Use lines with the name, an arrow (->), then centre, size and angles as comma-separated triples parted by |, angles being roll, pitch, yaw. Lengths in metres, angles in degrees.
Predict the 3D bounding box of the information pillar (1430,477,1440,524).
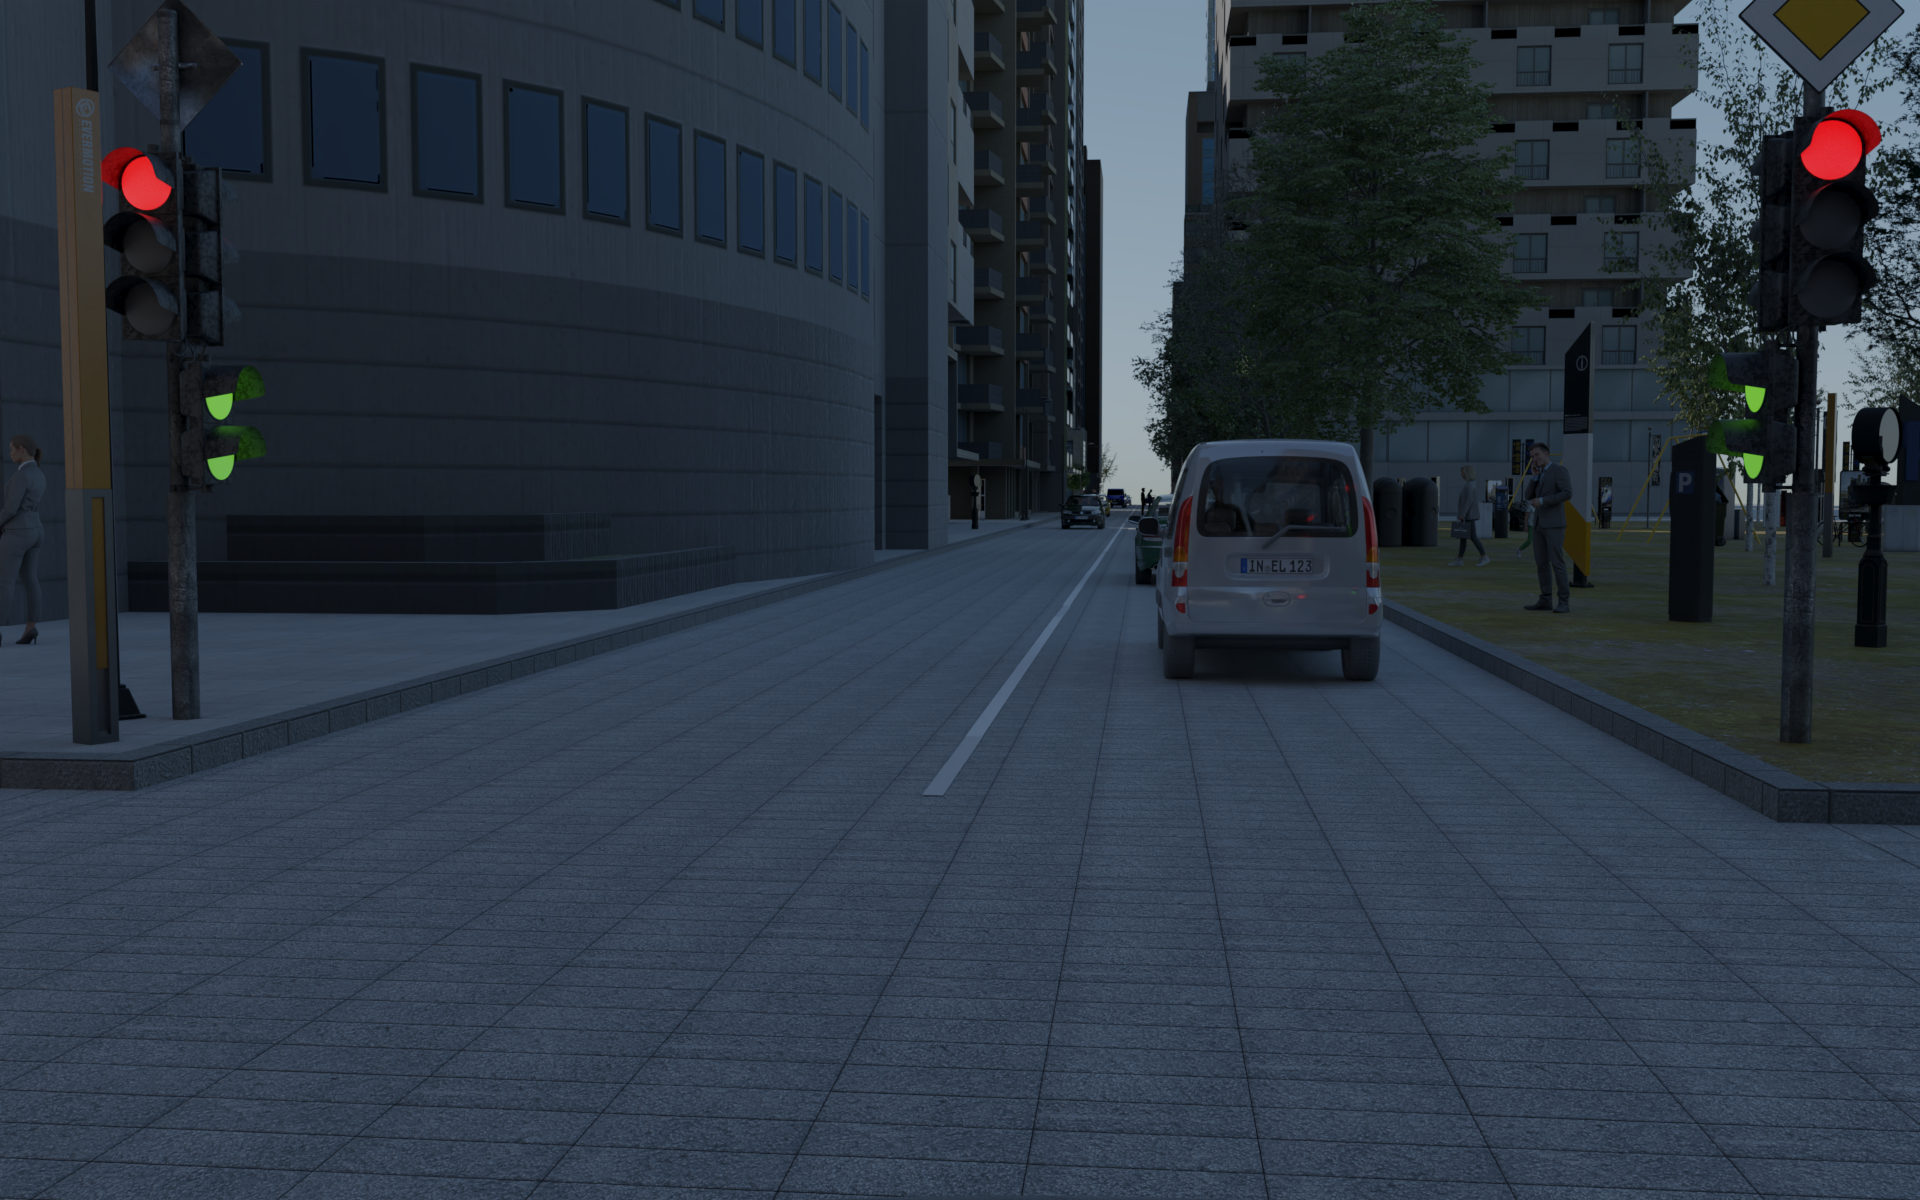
information pillar -> 20.034, -4.196, 73.091 | 0.304, 2.012, 0.304 | 3, 4, 37

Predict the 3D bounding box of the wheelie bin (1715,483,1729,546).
wheelie bin -> 18.499, -2.129, 42.723 | 0.693, 1.594, 0.980 | 0, 4, -1

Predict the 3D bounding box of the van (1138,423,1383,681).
van -> 2.527, -0.472, 14.725 | 2.013, 2.044, 4.112 | 0, 4, 6

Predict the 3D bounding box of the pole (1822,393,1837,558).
pole -> 17.579, -2.517, 34.997 | 0.158, 3.312, 0.155 | 0, 3, 0

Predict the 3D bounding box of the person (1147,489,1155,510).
person -> 12.983, -6.641, 117.534 | 0.568, 1.767, 0.683 | 0, 4, -3

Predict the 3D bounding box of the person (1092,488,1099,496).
person -> 7.287, -5.233, 94.503 | 0.568, 1.767, 0.683 | -1, 4, -14

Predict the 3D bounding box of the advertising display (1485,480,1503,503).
advertising display -> 23.932, -4.430, 77.641 | 0.974, 1.923, 0.123 | -2, 4, -31

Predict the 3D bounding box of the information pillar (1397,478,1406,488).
information pillar -> 20.749, -4.710, 81.497 | 0.304, 2.012, 0.304 | -1, 4, -10

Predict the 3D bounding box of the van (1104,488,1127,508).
van -> 15.993, -10.582, 177.406 | 2.240, 2.365, 5.245 | 0, 4, 8

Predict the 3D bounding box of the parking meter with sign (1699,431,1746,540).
parking meter with sign -> 21.381, -3.194, 48.490 | 1.738, 3.016, 0.543 | -3, 4, -37

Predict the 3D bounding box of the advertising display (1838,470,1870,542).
advertising display -> 23.884, -2.505, 46.174 | 0.123, 1.923, 0.974 | -1, 4, -23

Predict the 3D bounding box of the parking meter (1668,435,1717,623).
parking meter -> 7.363, -0.717, 17.428 | 0.255, 1.863, 0.399 | -2, 4, -25

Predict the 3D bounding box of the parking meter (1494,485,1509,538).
parking meter -> 15.720, -2.560, 50.262 | 0.372, 1.533, 0.369 | 0, 3, 0

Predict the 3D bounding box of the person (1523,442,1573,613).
person -> 6.395, -0.799, 18.913 | 0.447, 1.846, 0.655 | -1, 4, -18

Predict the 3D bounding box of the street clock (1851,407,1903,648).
street clock -> 7.650, -0.607, 14.490 | 0.471, 2.002, 0.358 | -3, 5, -40

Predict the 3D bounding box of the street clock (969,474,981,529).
street clock -> 0.547, -3.578, 63.065 | 0.358, 2.002, 0.471 | 2, 4, 34

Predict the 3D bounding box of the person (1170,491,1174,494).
person -> 27.154, -13.143, 221.727 | 0.445, 1.727, 0.742 | 2, 4, 27

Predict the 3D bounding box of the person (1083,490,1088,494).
person -> 6.179, -4.695, 86.741 | 0.593, 1.643, 0.415 | 0, 4, 2

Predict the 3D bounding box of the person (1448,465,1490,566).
person -> 9.013, -1.494, 30.658 | 0.728, 1.800, 0.709 | 1, 4, 22

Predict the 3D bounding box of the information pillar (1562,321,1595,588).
information pillar -> 8.494, -1.984, 23.794 | 0.183, 3.616, 0.504 | -2, 4, -25

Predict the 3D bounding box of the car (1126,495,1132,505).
car -> 21.088, -12.832, 222.162 | 2.083, 1.381, 4.827 | 0, 4, 7

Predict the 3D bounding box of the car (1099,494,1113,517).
car -> 8.647, -6.078, 109.606 | 2.015, 1.641, 3.980 | 0, 4, 6

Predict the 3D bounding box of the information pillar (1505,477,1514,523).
information pillar -> 24.026, -4.358, 75.752 | 0.304, 2.012, 0.304 | 0, 4, 2

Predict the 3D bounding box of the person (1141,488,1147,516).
person -> 12.240, -6.566, 115.480 | 0.705, 1.869, 1.348 | 1, 4, 14

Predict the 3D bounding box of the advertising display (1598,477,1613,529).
advertising display -> 23.905, -3.607, 64.181 | 0.123, 1.923, 0.974 | 3, 5, 43

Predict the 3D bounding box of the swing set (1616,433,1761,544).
swing set -> 19.345, -2.957, 45.964 | 2.862, 2.851, 3.119 | 0, 4, 6

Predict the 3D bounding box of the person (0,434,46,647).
person -> -8.054, -0.510, 14.655 | 0.573, 1.790, 0.520 | -1, 4, -23

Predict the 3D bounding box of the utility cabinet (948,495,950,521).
utility cabinet -> -0.928, -4.321, 81.816 | 1.020, 1.237, 0.306 | -3, 5, -43

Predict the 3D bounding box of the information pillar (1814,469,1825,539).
information pillar -> 24.674, -2.781, 49.956 | 0.304, 2.012, 0.304 | 1, 4, 19

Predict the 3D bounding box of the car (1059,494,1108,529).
car -> 5.117, -3.786, 71.684 | 2.009, 1.686, 4.222 | 0, 4, 6

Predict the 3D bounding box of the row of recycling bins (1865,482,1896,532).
row of recycling bins -> 31.799, -3.055, 57.060 | 3.534, 1.692, 1.069 | 0, 4, 7

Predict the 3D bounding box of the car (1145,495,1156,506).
car -> 23.949, -12.517, 217.226 | 1.945, 1.354, 3.894 | 0, 4, 5

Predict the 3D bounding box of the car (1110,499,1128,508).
car -> 16.962, -10.560, 185.237 | 1.945, 1.354, 3.894 | 0, 4, 7

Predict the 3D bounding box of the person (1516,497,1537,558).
person -> 11.364, -1.475, 34.415 | 0.590, 1.304, 0.306 | 3, 5, 44

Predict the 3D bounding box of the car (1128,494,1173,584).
car -> 3.847, -1.039, 28.787 | 2.131, 1.459, 4.920 | 0, 4, 7

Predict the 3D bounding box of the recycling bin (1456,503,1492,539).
recycling bin -> 14.737, -2.267, 49.624 | 0.722, 1.027, 0.722 | -2, 4, -26

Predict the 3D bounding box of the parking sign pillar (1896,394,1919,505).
parking sign pillar -> 25.890, -3.545, 46.440 | 1.447, 3.967, 1.447 | 1, 4, 8

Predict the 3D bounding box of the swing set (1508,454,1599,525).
swing set -> 23.143, -4.309, 68.077 | 2.862, 2.851, 3.119 | 0, 4, -7

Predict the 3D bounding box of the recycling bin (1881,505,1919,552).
recycling bin -> 21.041, -1.601, 38.729 | 0.722, 1.027, 0.722 | 1, 4, 23

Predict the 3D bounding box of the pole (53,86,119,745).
pole -> -4.463, -0.918, 8.847 | 0.158, 3.312, 0.155 | 0, 3, 0

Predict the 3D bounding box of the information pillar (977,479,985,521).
information pillar -> 1.010, -4.860, 83.957 | 0.304, 2.012, 0.304 | -3, 4, -36
